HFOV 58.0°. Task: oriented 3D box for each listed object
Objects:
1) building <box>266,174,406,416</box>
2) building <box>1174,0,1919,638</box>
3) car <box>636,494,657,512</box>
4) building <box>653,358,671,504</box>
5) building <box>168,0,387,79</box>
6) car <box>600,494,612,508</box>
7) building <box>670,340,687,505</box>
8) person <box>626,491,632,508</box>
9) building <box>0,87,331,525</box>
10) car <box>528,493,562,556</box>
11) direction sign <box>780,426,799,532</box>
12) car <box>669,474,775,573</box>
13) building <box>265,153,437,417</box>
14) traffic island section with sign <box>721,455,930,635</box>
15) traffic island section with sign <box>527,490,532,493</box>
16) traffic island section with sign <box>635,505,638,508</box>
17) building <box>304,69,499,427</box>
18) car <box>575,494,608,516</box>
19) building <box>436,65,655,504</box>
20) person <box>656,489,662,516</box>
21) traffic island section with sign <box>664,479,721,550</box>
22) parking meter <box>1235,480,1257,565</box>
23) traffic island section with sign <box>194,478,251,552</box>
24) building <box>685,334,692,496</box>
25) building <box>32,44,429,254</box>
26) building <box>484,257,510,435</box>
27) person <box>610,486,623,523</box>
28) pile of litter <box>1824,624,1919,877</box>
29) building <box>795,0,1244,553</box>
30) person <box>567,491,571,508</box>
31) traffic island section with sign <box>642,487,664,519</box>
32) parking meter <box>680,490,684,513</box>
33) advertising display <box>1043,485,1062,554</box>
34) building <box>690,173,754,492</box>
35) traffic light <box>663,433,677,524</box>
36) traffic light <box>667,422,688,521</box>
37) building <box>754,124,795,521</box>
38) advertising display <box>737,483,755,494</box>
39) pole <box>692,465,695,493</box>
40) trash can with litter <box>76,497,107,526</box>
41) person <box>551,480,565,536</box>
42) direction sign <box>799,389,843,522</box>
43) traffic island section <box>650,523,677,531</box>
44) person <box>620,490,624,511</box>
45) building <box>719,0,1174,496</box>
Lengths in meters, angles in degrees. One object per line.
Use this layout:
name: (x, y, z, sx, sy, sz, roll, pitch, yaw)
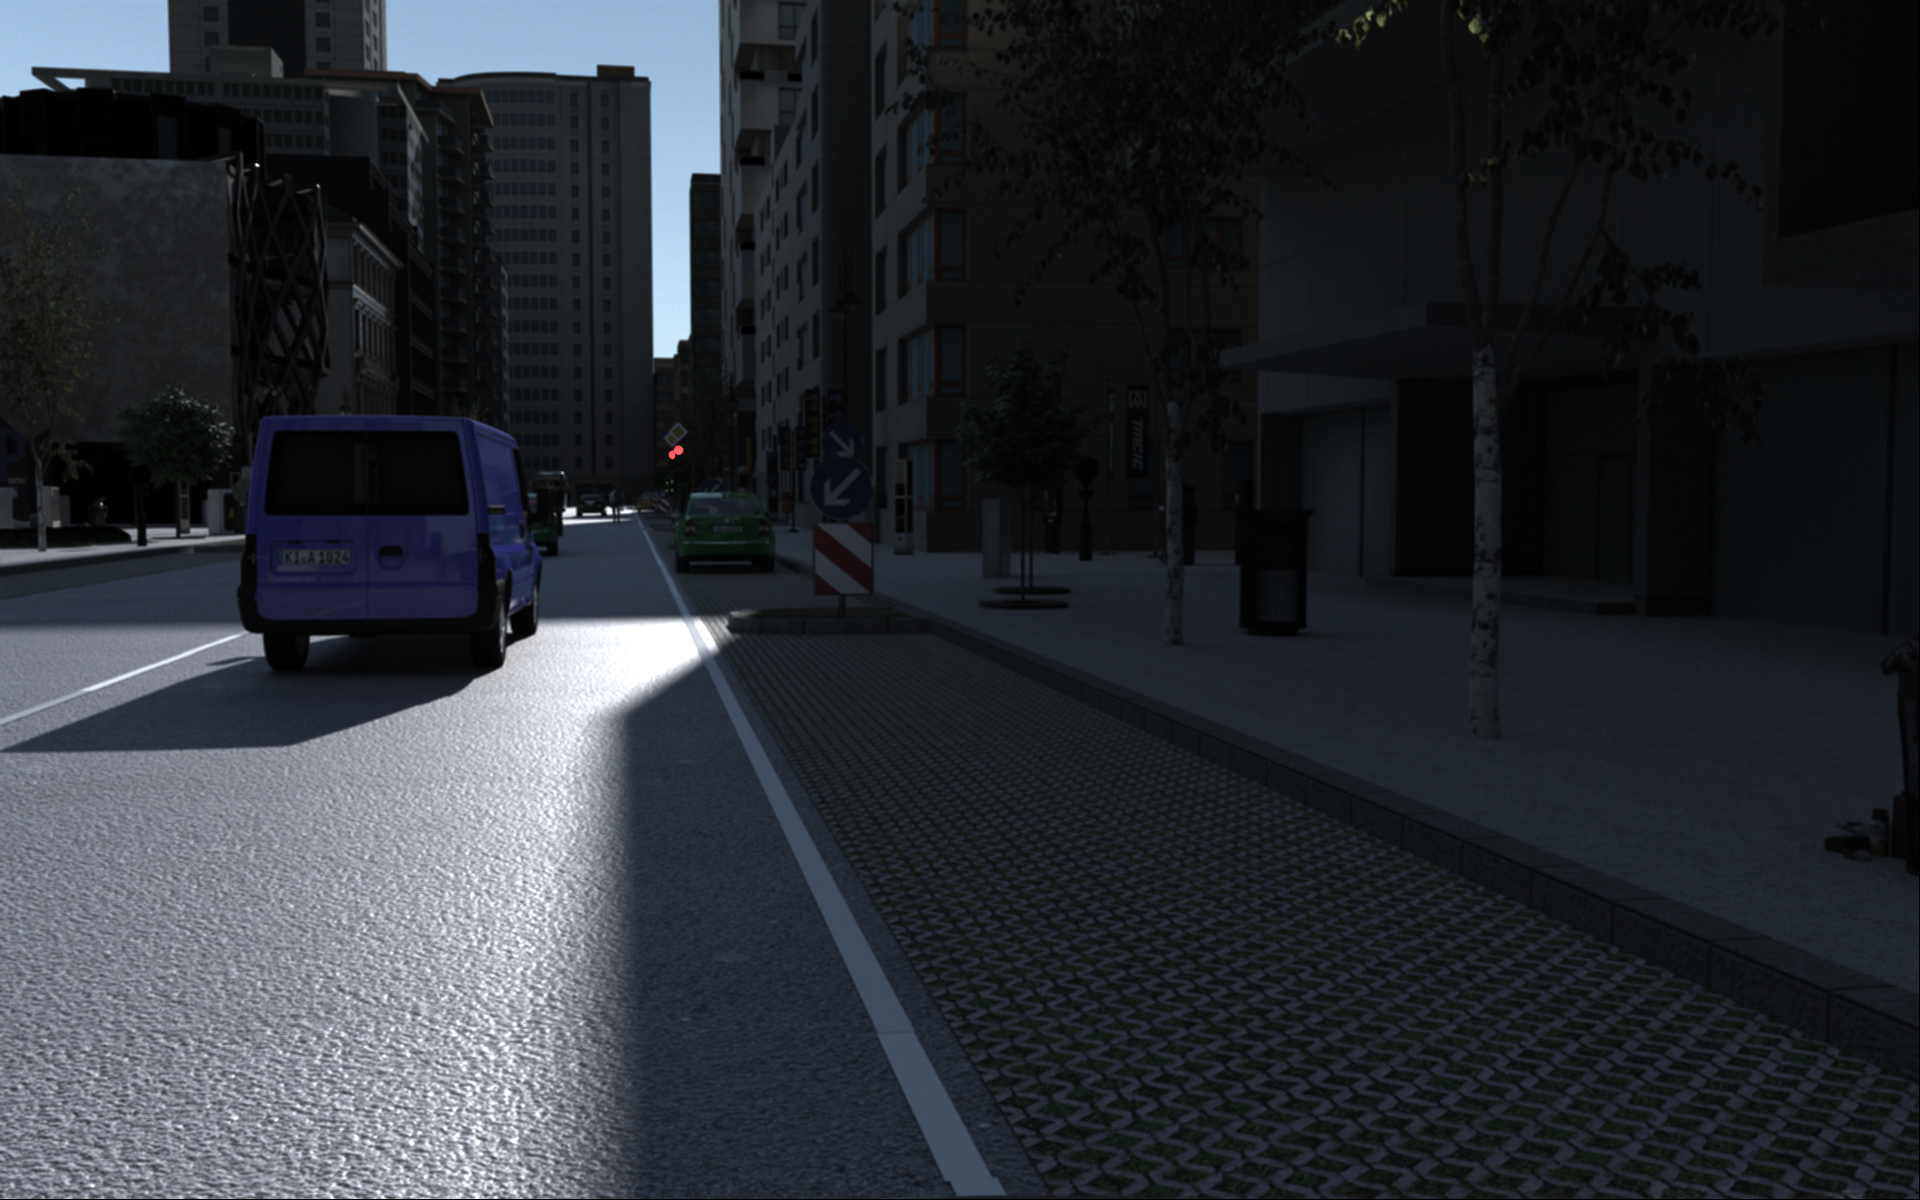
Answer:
building: (-39.982, -14.663, 104.364, 10.561, 19.102, 19.286, -1, 4, -11)
building: (18.208, -26.215, 17.847, 28.713, 52.752, 27.495, -1, 4, -11)
car: (-24.966, -7.862, 138.767, 2.015, 1.641, 3.980, -1, 4, -11)
building: (-29.305, -24.720, 249.208, 28.899, 21.520, 27.650, -1, 4, -11)
building: (-78.510, -46.746, 202.549, 20.611, 71.187, 20.563, -1, 4, -11)
car: (-37.614, -10.591, 182.952, 2.009, 1.686, 4.222, -1, 4, -12)
building: (-20.572, -22.397, 211.226, 27.650, 21.520, 28.899, -1, 4, -11)
person: (-32.856, -9.983, 172.166, 0.568, 1.767, 0.683, 2, 4, 27)
building: (-38.457, -13.024, 80.393, 16.820, 18.784, 16.811, -1, 4, -11)
car: (-10.541, -1.999, 41.473, 1.959, 1.807, 4.718, -1, 4, -13)
direction sign: (-5.591, -4.038, 58.022, 0.876, 3.537, 0.379, 1, 4, 11)
car: (-4.510, -1.469, 32.816, 1.959, 1.807, 4.718, -1, 4, -10)
building: (-43.953, -17.837, 121.319, 12.332, 23.373, 15.834, -1, 4, -11)
traffic island section with sign: (-1.455, -0.601, 18.455, 1.989, 1.847, 2.006, -1, 4, -11)
traffic island section with sign: (-42.962, -10.061, 173.119, 1.989, 1.847, 2.006, -1, 4, -11)
traffic island section with sign: (-31.749, -10.192, 175.268, 1.989, 1.847, 2.006, -1, 4, -11)
building: (-60.570, -32.243, 181.797, 22.147, 44.769, 28.867, -1, 4, -11)
car: (-24.071, -6.200, 113.161, 2.131, 1.459, 4.920, -1, 4, -9)
building: (-56.956, -42.678, 239.780, 28.212, 58.520, 21.231, -1, 4, -11)
person: (-18.595, -6.018, 107.468, 0.480, 1.755, 0.524, 0, 4, 3)
traffic island section with sign: (-6.598, -2.231, 45.109, 1.989, 1.847, 2.006, -1, 4, -11)
parking meter: (5.177, -1.404, 31.374, 0.372, 1.533, 0.369, 0, 3, 0)
traffic island section with sign: (-17.887, -2.121, 43.302, 1.989, 1.847, 2.006, -1, 4, -11)
building: (-14.083, -20.642, 182.531, 27.650, 21.520, 28.899, -1, 4, -11)
building: (-61.323, -28.309, 154.725, 32.217, 40.220, 23.993, -1, 4, -11)
building: (-62.108, -26.832, 210.402, 14.107, 30.474, 14.160, -1, 4, -11)
person: (-16.948, -4.701, 85.468, 0.679, 1.850, 0.850, -1, 4, -20)
pile of litter: (3.620, 0.497, 5.847, 1.176, 0.858, 1.719, 1, 4, 16)
building: (10.111, -12.783, 54.036, 27.650, 21.520, 28.899, -1, 4, -11)
person: (-41.134, -10.549, 181.801, 0.721, 1.723, 1.217, -2, 4, -35)
traffic island section with sign: (-17.191, -5.581, 99.884, 1.989, 1.847, 2.006, -1, 4, -11)
parking meter: (-19.343, -6.828, 120.050, 0.372, 1.533, 0.369, 0, 3, 0)
advertising display: (1.987, -1.959, 37.236, 0.123, 1.923, 0.974, -1, 4, -14)
building: (-17.791, -23.730, 159.686, 14.160, 30.474, 14.107, -1, 4, -11)
traffic light: (-12.484, -5.279, 75.232, 0.839, 4.253, 0.868, -1, 4, -11)
traffic light: (-10.969, -4.799, 67.391, 0.839, 4.253, 0.868, -1, 4, -11)
building: (4.264, -15.283, 94.914, 28.899, 21.520, 27.650, -1, 4, -11)
advertising display: (-12.105, -5.672, 97.945, 0.974, 1.923, 0.123, 0, 4, 1)
pole: (-18.347, -7.680, 119.404, 0.158, 3.312, 0.155, 0, 3, 0)
trash can with litter: (-29.942, -2.950, 59.617, 1.055, 1.170, 0.624, 0, 4, -7)
person: (-13.764, -3.130, 59.044, 0.474, 1.900, 0.648, 0, 4, -2)
direction sign: (-2.935, -2.778, 37.421, 0.876, 3.537, 0.379, 1, 4, 18)
traffic island section: (-12.443, -3.246, 75.353, 2.009, 0.180, 2.903, -1, 4, -11)
person: (-28.090, -8.265, 143.974, 0.444, 1.785, 0.601, 1, 4, 17)
building: (-2.936, -32.702, 123.916, 28.713, 52.752, 27.495, -1, 4, -11)
